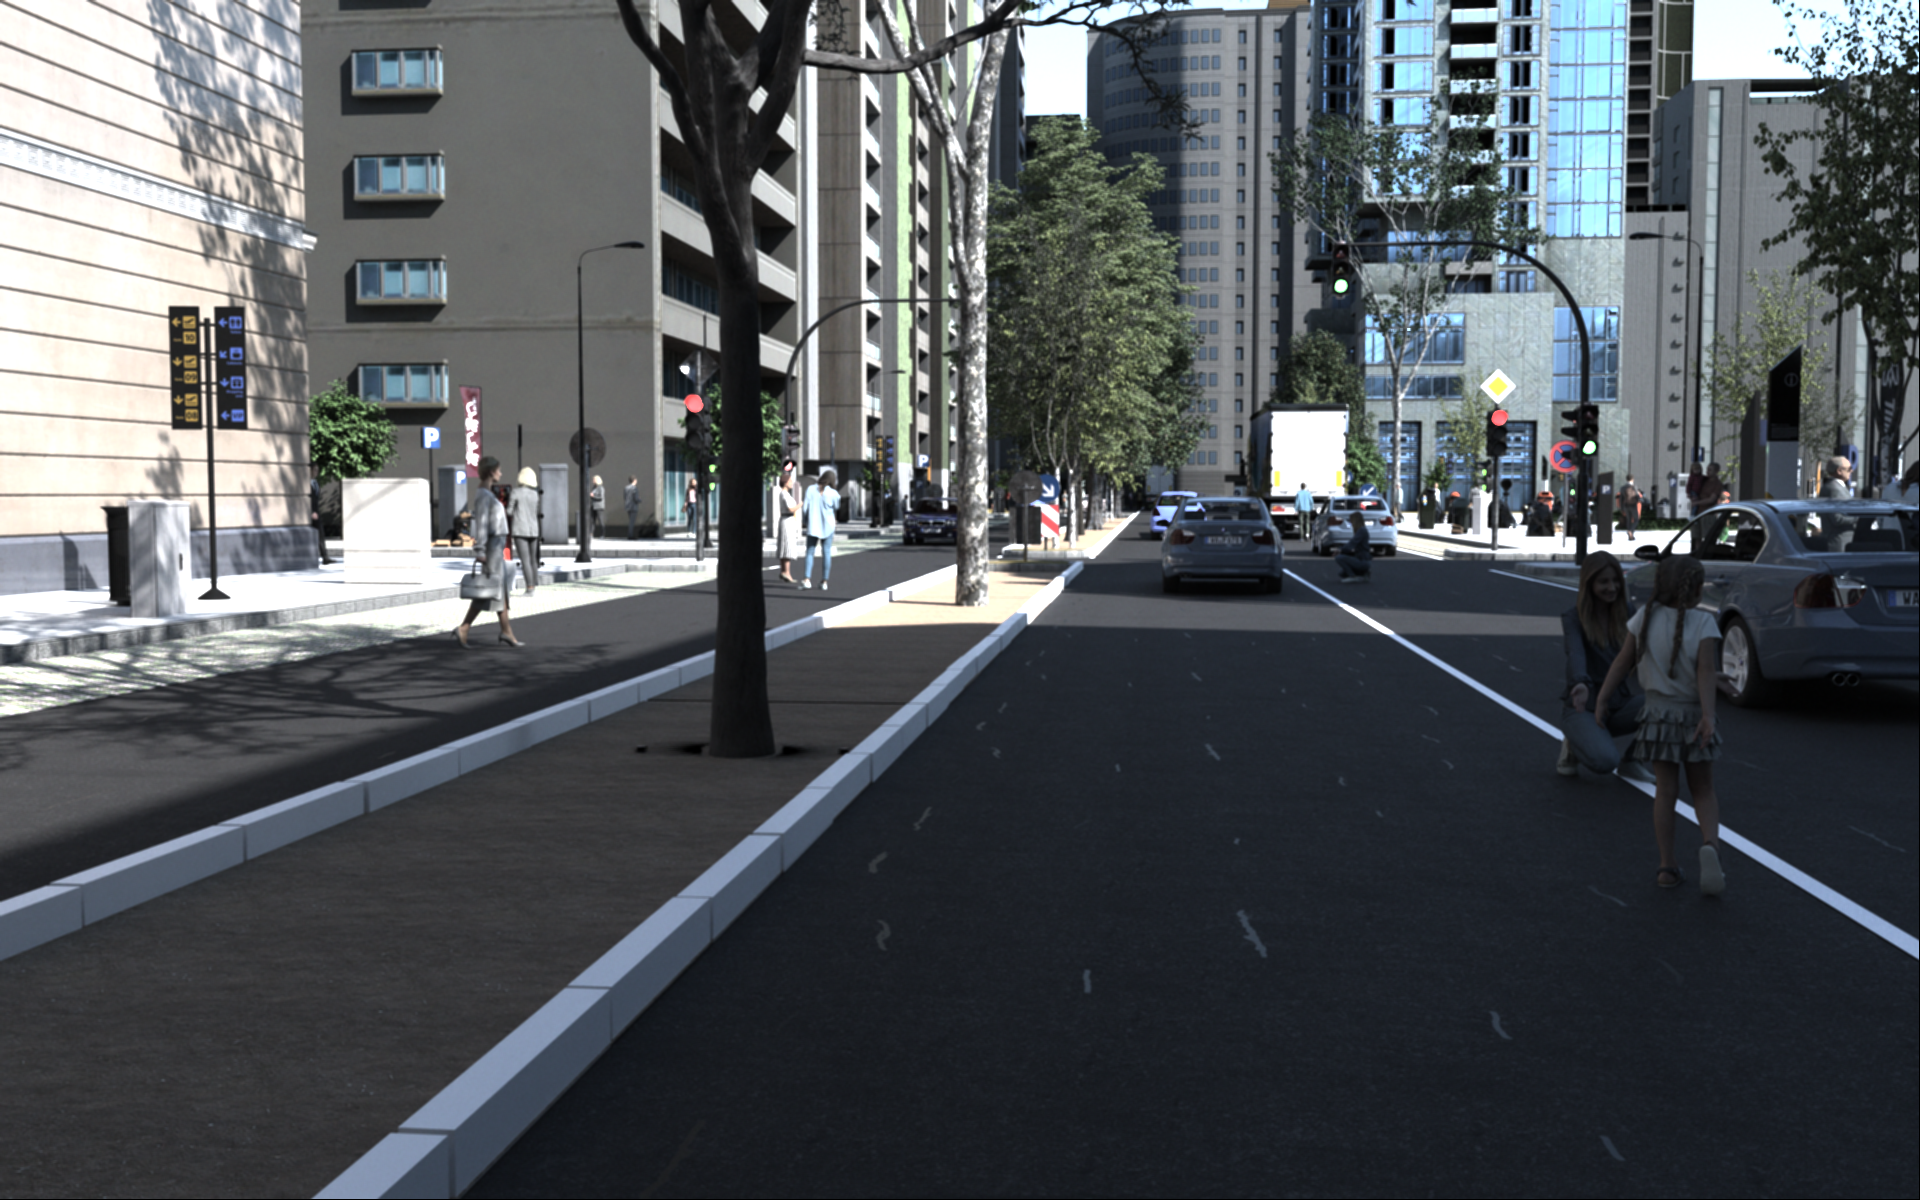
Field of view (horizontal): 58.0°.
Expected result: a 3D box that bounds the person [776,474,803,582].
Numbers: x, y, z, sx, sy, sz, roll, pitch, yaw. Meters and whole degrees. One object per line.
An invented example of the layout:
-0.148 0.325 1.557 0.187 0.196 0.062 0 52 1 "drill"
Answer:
-2.731 -1.168 28.168 0.524 1.755 0.480 -1 4 -22 "person"

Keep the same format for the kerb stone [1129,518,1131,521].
8.080 -3.771 83.908 0.120 0.150 1.000 0 4 6 "kerb stone"

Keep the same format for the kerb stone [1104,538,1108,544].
3.905 -1.531 47.247 0.120 0.150 1.000 0 4 6 "kerb stone"

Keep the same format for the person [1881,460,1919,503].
9.989 -0.588 18.376 0.793 1.790 0.793 1 4 13 "person"

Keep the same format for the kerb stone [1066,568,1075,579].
1.757 -0.383 28.452 0.120 0.150 1.000 0 4 6 "kerb stone"

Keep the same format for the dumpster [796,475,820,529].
-4.682 -2.912 53.364 1.264 1.857 1.865 0 4 7 "dumpster"

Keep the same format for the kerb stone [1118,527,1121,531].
5.637 -2.467 62.534 0.120 0.150 1.000 0 4 6 "kerb stone"

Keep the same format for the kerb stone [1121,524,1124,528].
6.226 -2.777 67.625 0.120 0.150 1.000 0 4 6 "kerb stone"

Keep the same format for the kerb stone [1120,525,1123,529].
5.988 -2.652 65.588 0.120 0.150 1.000 0 4 6 "kerb stone"

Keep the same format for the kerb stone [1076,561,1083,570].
2.114 -0.569 31.504 0.120 0.150 1.000 0 4 6 "kerb stone"

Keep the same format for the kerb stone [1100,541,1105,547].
3.548 -1.344 44.188 0.120 0.150 1.000 0 4 6 "kerb stone"

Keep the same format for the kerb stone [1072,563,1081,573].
1.995 -0.507 30.486 0.120 0.150 1.000 0 4 6 "kerb stone"

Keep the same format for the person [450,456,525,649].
-4.403 -0.443 16.102 0.624 1.780 0.694 0 3 0 "person"

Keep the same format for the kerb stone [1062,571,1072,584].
1.652 -0.320 27.428 0.120 0.150 1.000 0 4 6 "kerb stone"

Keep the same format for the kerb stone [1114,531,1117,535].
4.947 -2.093 56.419 0.120 0.150 1.000 0 4 6 "kerb stone"

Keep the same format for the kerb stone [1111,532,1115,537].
4.709 -1.966 54.385 0.120 0.150 1.000 0 4 6 "kerb stone"

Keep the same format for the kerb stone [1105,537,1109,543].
4.019 -1.592 48.271 0.120 0.150 1.000 0 4 6 "kerb stone"

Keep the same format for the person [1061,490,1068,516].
6.815 -6.299 112.496 0.512 1.701 0.522 1 4 16 "person"

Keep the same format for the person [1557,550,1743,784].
3.361 0.329 8.617 1.012 1.151 0.738 0 4 -7 "person"

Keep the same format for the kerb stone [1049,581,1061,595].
1.304 -0.132 24.375 0.120 0.150 1.000 0 4 6 "kerb stone"

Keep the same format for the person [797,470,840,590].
-2.125 -1.056 26.039 0.793 1.790 0.793 -3 5 -40 "person"

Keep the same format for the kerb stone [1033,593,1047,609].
0.945 0.054 21.318 0.120 0.150 1.000 0 4 6 "kerb stone"

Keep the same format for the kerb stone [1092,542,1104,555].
3.440 -1.282 43.163 0.120 0.150 1.000 0 4 6 "kerb stone"

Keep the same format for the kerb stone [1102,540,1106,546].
3.669 -1.408 45.214 0.120 0.150 1.000 0 4 6 "kerb stone"

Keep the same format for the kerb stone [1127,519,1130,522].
7.840 -3.648 81.872 0.120 0.150 1.000 0 4 6 "kerb stone"

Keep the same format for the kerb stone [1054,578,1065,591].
1.421 -0.193 25.391 0.120 0.150 1.000 0 4 6 "kerb stone"

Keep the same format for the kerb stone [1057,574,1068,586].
1.523 -0.258 26.410 0.120 0.150 1.000 0 4 6 "kerb stone"

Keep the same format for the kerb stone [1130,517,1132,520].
8.424 -3.961 86.957 0.120 0.150 1.000 0 4 6 "kerb stone"

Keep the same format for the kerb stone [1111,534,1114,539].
4.492 -1.844 52.351 0.120 0.150 1.000 0 4 6 "kerb stone"

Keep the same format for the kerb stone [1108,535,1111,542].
4.253 -1.720 50.310 0.120 0.150 1.000 0 4 6 "kerb stone"

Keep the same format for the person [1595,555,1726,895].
2.555 0.441 6.311 0.505 1.210 0.382 3 4 36 "person"

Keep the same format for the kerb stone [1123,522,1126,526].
6.681 -3.022 71.693 0.120 0.150 1.000 0 4 6 "kerb stone"

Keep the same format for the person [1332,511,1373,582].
6.320 -0.864 28.132 0.738 1.151 1.012 1 4 23 "person"

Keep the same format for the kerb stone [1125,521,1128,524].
7.151 -3.276 75.766 0.120 0.150 1.000 0 4 6 "kerb stone"

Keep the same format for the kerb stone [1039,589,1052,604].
1.067 -0.009 22.340 0.120 0.150 1.000 0 4 6 "kerb stone"

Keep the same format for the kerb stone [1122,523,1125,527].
6.457 -2.903 69.656 0.120 0.150 1.000 0 4 6 "kerb stone"

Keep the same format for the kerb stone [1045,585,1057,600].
1.189 -0.071 23.354 0.120 0.150 1.000 0 4 6 "kerb stone"

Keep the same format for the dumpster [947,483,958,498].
-0.042 -5.457 94.983 1.264 1.857 1.865 0 4 6 "dumpster"

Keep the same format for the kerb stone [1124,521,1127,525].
7.027 -3.214 74.749 0.120 0.150 1.000 0 4 6 "kerb stone"

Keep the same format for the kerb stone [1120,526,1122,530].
5.870 -2.584 64.570 0.120 0.150 1.000 0 4 6 "kerb stone"

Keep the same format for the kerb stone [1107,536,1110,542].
4.135 -1.657 49.286 0.120 0.150 1.000 0 4 6 "kerb stone"

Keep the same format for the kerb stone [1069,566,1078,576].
1.876 -0.441 29.468 0.120 0.150 1.000 0 4 6 "kerb stone"

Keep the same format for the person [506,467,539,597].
-6.076 -0.935 23.966 0.526 1.800 0.537 3 5 42 "person"

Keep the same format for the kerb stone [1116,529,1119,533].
5.299 -2.280 59.471 0.120 0.150 1.000 0 4 6 "kerb stone"

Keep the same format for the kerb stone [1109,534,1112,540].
4.367 -1.782 51.336 0.120 0.150 1.000 0 4 6 "kerb stone"

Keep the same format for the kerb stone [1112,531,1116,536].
4.826 -2.028 55.404 0.120 0.150 1.000 0 4 6 "kerb stone"

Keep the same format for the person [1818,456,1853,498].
8.731 -0.515 17.090 0.590 1.801 0.661 1 4 20 "person"

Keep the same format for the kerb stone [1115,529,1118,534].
5.175 -2.217 58.451 0.120 0.150 1.000 0 4 6 "kerb stone"

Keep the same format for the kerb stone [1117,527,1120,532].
5.522 -2.405 61.518 0.120 0.150 1.000 0 4 6 "kerb stone"

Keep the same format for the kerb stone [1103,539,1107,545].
3.782 -1.470 46.230 0.120 0.150 1.000 0 4 6 "kerb stone"
